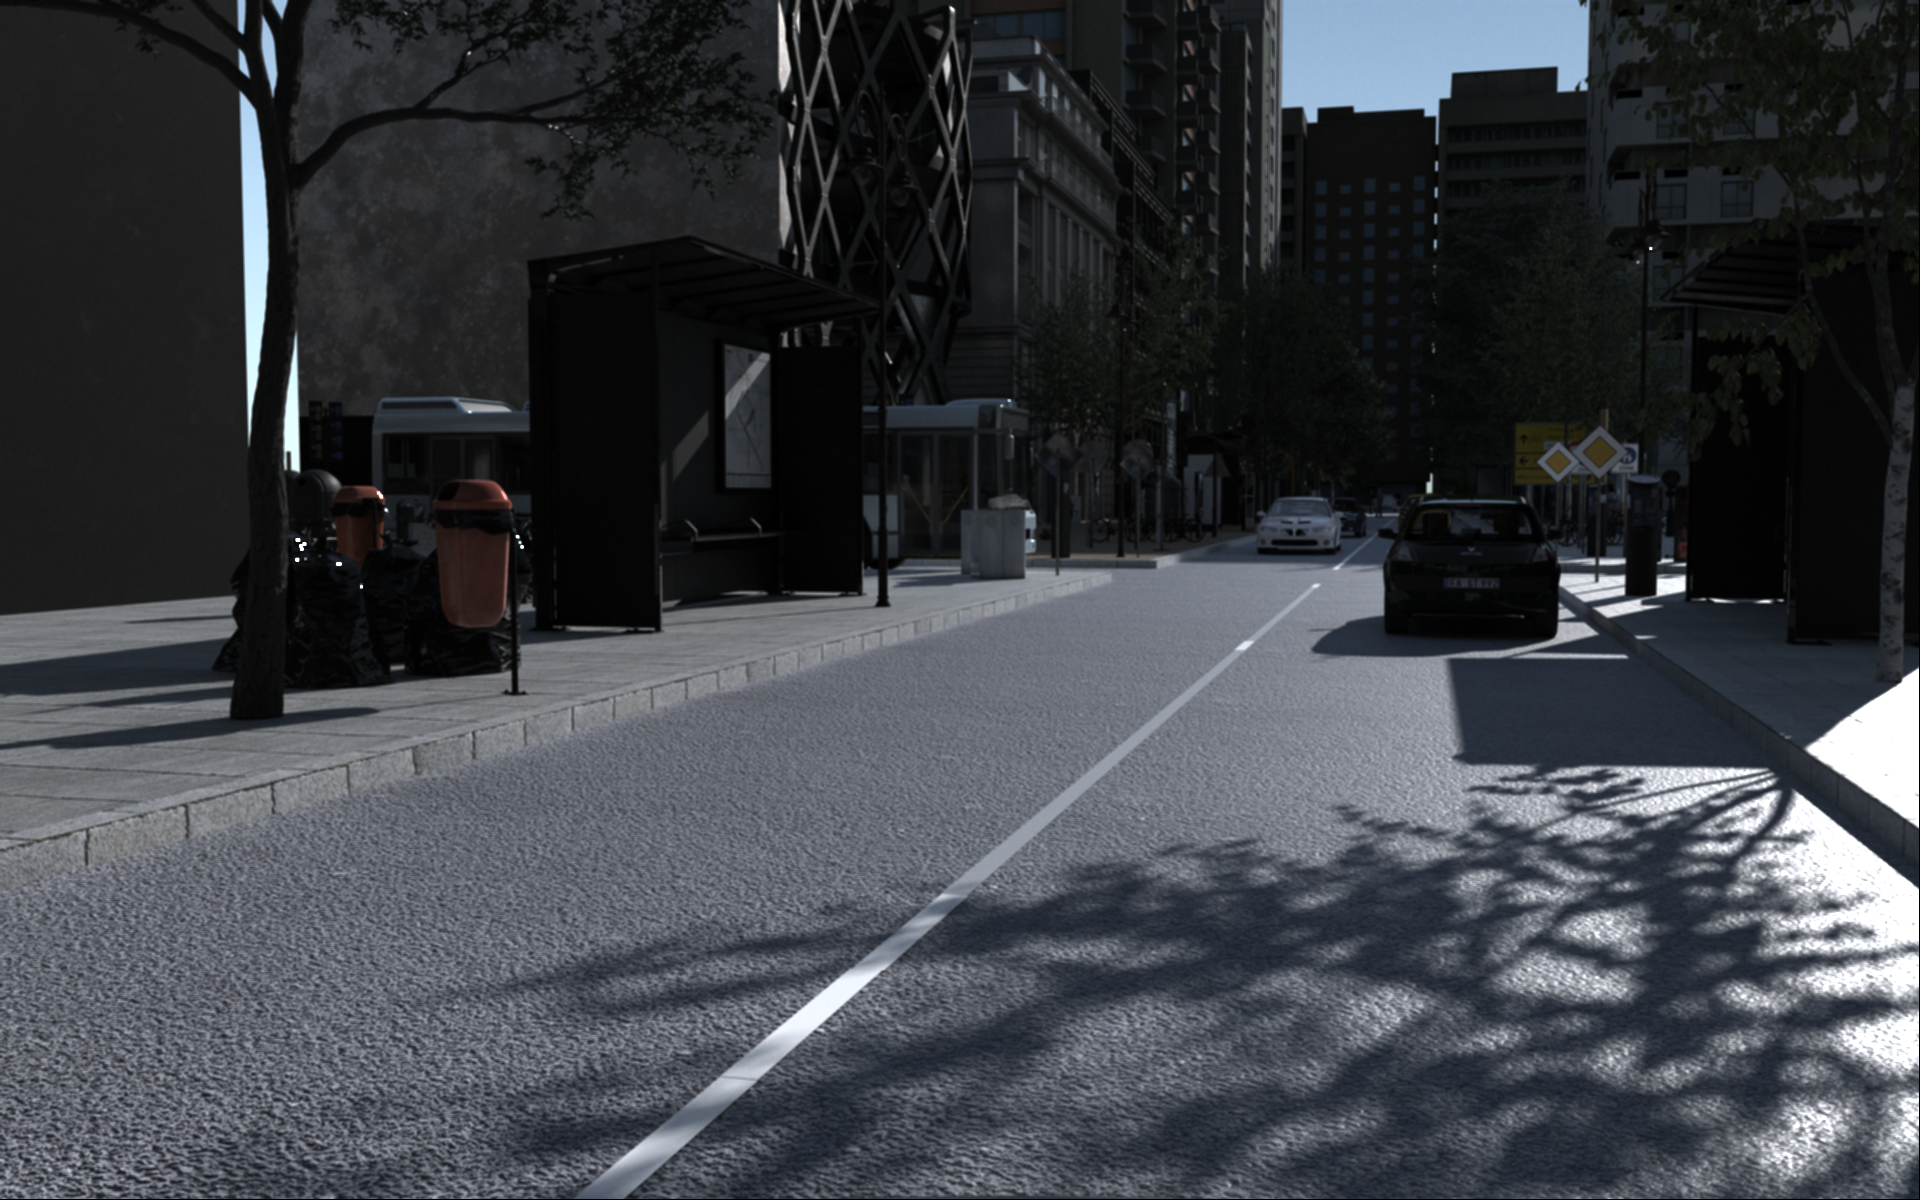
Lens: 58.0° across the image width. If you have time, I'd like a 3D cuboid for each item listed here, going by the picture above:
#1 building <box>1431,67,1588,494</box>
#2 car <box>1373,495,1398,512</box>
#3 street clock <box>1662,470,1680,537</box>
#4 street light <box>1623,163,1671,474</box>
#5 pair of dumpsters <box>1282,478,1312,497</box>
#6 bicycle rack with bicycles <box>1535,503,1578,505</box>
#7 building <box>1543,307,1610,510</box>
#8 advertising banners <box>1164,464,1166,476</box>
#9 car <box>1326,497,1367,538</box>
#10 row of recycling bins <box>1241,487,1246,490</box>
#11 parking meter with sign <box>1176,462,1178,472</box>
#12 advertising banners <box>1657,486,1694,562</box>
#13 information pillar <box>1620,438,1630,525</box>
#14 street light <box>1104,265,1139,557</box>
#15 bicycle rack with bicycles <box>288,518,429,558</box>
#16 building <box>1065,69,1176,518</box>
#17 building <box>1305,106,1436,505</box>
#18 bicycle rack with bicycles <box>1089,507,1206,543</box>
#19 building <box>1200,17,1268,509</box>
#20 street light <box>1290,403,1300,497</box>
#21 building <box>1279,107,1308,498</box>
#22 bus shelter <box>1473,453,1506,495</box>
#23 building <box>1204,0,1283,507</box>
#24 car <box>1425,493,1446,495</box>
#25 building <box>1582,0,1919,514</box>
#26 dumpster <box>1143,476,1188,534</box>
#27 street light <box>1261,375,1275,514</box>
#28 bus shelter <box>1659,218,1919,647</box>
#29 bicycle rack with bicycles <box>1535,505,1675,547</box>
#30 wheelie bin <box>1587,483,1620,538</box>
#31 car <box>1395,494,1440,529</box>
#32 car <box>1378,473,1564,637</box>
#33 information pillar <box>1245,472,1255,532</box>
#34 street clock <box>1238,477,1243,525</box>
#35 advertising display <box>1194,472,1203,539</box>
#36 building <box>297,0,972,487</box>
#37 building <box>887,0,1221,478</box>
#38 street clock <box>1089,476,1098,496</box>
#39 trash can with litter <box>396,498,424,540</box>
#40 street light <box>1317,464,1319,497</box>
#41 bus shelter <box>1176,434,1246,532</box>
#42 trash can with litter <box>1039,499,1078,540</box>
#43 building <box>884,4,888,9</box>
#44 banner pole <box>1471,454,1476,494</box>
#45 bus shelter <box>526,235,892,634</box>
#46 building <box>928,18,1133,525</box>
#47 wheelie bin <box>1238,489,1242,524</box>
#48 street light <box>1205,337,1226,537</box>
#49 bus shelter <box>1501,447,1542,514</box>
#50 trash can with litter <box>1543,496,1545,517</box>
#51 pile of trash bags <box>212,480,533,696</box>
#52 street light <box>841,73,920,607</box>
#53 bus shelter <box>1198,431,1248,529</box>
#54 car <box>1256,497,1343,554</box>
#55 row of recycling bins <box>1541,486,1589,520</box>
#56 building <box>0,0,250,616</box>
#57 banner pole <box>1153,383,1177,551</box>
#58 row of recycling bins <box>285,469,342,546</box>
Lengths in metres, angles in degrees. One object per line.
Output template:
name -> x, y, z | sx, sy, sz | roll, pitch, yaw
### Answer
building -> 66.022, -35.294, 200.751 | 21.600, 48.544, 21.300 | 1, 4, 15
car -> 35.159, -8.002, 143.187 | 2.083, 1.381, 4.827 | 1, 4, 13
street clock -> 21.282, -2.893, 51.873 | 0.471, 2.002, 0.358 | 0, 4, 3
street light -> 9.699, -3.168, 24.589 | 0.468, 5.910, 1.993 | 1, 4, 15
pair of dumpsters -> 19.657, -6.034, 101.153 | 1.574, 2.255, 4.437 | 1, 4, 15
bicycle rack with bicycles -> 21.711, -2.940, 61.451 | 2.852, 0.926, 2.925 | -3, 5, -44
building -> 66.367, -18.748, 151.575 | 27.650, 21.520, 28.899 | 1, 4, 15
advertising banners -> 12.562, -6.331, 99.704 | 2.074, 3.025, 0.090 | 2, 4, 30
car -> 12.690, -2.784, 58.092 | 1.945, 1.354, 3.894 | 1, 4, 16
row of recycling bins -> 16.038, -5.914, 103.806 | 1.069, 1.692, 3.534 | -3, 5, -41
parking meter with sign -> 12.243, -5.976, 93.969 | 0.543, 3.016, 1.738 | 2, 4, 25
advertising banners -> 13.747, -2.239, 32.788 | 2.074, 3.025, 0.090 | -1, 4, -11
information pillar -> 27.665, -4.933, 72.009 | 0.504, 3.616, 0.183 | -2, 4, -33
street light -> 3.283, -3.816, 35.176 | 0.468, 5.910, 1.993 | 1, 4, 15
bicycle rack with bicycles -> -8.984, -0.748, 25.615 | 2.852, 0.926, 2.925 | 1, 4, 11
building -> 5.133, -16.499, 99.442 | 12.332, 23.373, 15.834 | 1, 4, 15
building -> 47.968, -33.792, 202.617 | 14.200, 45.320, 14.600 | 1, 4, 15
bicycle rack with bicycles -> 5.211, -2.027, 46.522 | 2.925, 0.926, 2.852 | 2, 4, 26
building -> 18.159, -28.306, 146.401 | 14.154, 41.232, 14.086 | 1, 4, 15
street light -> 16.271, -6.801, 83.985 | 0.468, 5.910, 1.993 | 1, 4, 15
building -> 31.401, -35.870, 210.168 | 21.600, 48.544, 21.300 | 1, 4, 15
bus shelter -> 26.878, -5.707, 87.241 | 2.014, 3.302, 5.546 | 1, 4, 15
building -> 19.823, -44.547, 166.599 | 20.611, 71.187, 20.563 | 1, 4, 15
car -> 24.607, -4.944, 89.870 | 2.155, 1.783, 4.494 | 1, 4, 15
building -> 59.862, -32.660, 123.225 | 28.713, 52.752, 27.495 | 1, 4, 15
dumpster -> 6.648, -3.080, 56.122 | 1.264, 1.857, 1.865 | 1, 4, 15
street light -> 11.935, -5.778, 67.255 | 0.468, 5.910, 1.993 | 1, 4, 15
bus shelter -> 8.383, -1.608, 17.575 | 1.731, 3.624, 6.357 | 1, 4, 15
bicycle rack with bicycles -> 15.894, -1.835, 43.389 | 2.925, 0.926, 2.852 | 0, 4, -4
wheelie bin -> 18.951, -2.640, 51.065 | 0.980, 1.594, 0.693 | 3, 5, 44
car -> 15.767, -2.966, 58.721 | 2.015, 1.641, 3.980 | 1, 4, 15
car -> 5.568, -0.558, 18.914 | 2.009, 1.686, 4.222 | 1, 4, 16
information pillar -> 9.867, -3.330, 58.935 | 0.304, 2.012, 0.304 | 1, 4, 11
street clock -> 11.355, -4.064, 71.022 | 0.471, 2.002, 0.358 | 2, 4, 35
advertising display -> 6.931, -2.755, 50.263 | 0.123, 1.923, 0.974 | 1, 4, 15
building -> -8.360, -11.423, 54.219 | 16.820, 18.784, 16.811 | 1, 4, 15
building -> 6.943, -28.839, 126.136 | 22.147, 44.769, 28.867 | 1, 4, 15
street clock -> 5.381, -3.988, 69.768 | 0.358, 2.002, 0.471 | 1, 4, 9
trash can with litter -> -8.902, -1.115, 29.290 | 1.678, 1.210, 2.233 | 2, 4, 33
street light -> 20.659, -7.781, 100.007 | 0.468, 5.910, 1.993 | 1, 4, 15
bus shelter -> 8.769, -4.105, 61.042 | 2.014, 3.302, 5.546 | 1, 4, 15
trash can with litter -> 2.761, -2.293, 48.879 | 1.055, 1.170, 0.624 | -3, 5, -42
building -> -8.756, -55.508, 220.229 | 31.000, 86.520, 22.319 | 1, 4, 15
banner pole -> 28.630, -6.519, 96.603 | 0.401, 3.779, 0.863 | 0, 4, 1
bus shelter -> -2.481, -1.694, 18.983 | 1.731, 3.624, 6.357 | 1, 4, 15
building -> -0.582, -14.575, 80.097 | 13.314, 21.916, 24.055 | 1, 4, 15
wheelie bin -> 11.694, -4.014, 73.538 | 0.693, 1.594, 0.980 | 3, 5, 40
street light -> 7.542, -4.798, 51.234 | 0.468, 5.910, 1.993 | 1, 4, 15
bus shelter -> 25.506, -6.125, 77.770 | 2.179, 5.291, 8.768 | 1, 4, 15
trash can with litter -> 30.152, -4.790, 89.704 | 0.624, 1.170, 1.055 | 1, 4, 21
pile of trash bags -> -3.886, -0.141, 12.064 | 1.912, 1.369, 3.447 | -3, 4, -37
street light -> -0.879, -2.863, 19.604 | 0.468, 5.910, 1.993 | 1, 4, 15
bus shelter -> 10.041, -4.659, 67.461 | 1.731, 3.624, 6.357 | 1, 4, 15
car -> 8.412, -1.858, 42.740 | 2.083, 1.381, 4.827 | 1, 4, 15
row of recycling bins -> 30.018, -4.844, 86.319 | 3.534, 1.692, 1.069 | 1, 4, 14
building -> -18.295, -11.493, 17.594 | 15.834, 23.373, 12.332 | 1, 4, 15
banner pole -> 4.707, -3.013, 39.286 | 0.401, 3.779, 0.863 | 3, 4, 36
row of recycling bins -> -11.903, -1.392, 29.880 | 3.534, 1.692, 1.069 | 2, 4, 34
